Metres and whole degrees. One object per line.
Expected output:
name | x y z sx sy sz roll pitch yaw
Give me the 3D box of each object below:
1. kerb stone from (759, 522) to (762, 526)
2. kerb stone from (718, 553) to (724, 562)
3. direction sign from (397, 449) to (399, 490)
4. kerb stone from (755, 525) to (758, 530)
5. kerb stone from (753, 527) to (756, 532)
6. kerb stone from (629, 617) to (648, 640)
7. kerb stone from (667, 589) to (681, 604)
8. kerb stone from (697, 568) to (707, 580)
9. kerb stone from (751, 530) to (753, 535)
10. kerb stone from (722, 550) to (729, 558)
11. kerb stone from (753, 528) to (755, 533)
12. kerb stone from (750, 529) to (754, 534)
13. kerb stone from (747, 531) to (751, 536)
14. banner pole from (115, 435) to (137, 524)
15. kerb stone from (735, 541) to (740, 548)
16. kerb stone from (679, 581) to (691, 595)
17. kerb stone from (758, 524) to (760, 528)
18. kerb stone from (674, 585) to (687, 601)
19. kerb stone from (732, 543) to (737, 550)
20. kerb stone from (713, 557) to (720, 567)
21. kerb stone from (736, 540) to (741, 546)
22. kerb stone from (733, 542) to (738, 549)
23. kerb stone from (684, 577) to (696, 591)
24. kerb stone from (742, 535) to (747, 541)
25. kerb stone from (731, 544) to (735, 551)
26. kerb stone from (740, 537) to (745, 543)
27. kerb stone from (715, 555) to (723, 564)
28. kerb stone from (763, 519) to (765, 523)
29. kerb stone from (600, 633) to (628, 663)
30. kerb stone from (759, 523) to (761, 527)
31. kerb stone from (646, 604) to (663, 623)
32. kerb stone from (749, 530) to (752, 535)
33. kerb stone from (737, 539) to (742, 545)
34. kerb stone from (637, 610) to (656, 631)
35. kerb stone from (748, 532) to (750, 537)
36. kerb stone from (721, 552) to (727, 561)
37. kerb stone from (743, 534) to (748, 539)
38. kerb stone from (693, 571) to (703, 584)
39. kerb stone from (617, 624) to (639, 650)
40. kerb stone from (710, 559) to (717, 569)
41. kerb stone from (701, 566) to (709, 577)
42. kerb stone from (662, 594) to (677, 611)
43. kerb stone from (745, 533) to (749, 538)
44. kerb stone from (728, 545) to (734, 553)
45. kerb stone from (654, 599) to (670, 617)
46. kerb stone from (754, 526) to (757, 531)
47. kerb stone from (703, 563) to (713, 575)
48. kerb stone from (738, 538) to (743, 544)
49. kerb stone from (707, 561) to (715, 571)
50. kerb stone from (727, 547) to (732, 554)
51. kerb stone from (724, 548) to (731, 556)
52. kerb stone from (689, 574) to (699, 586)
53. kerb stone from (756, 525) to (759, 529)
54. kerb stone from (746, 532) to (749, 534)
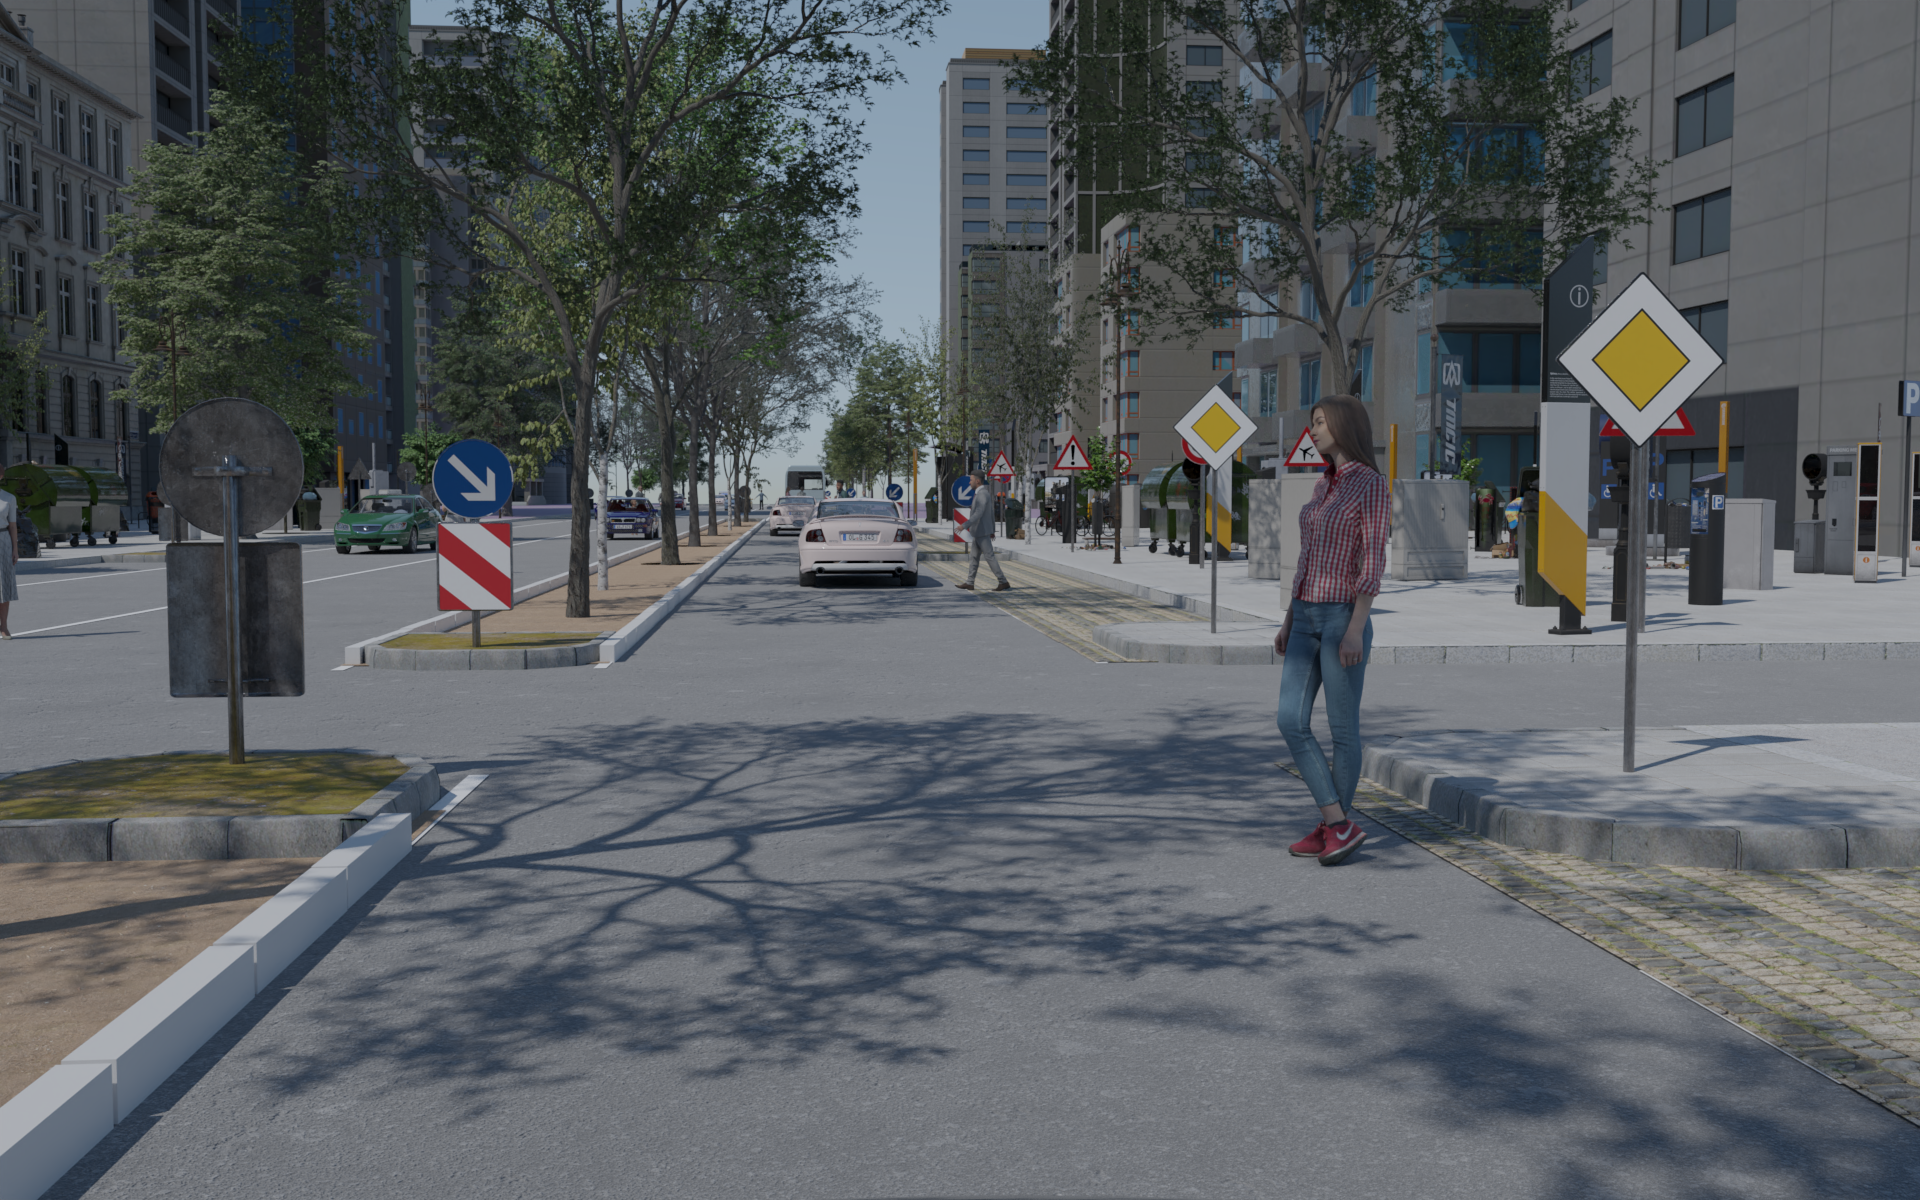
kerb stone | -8.451 -3.066 72.331 0.120 0.150 1.000 0 4 -5
kerb stone | -4.978 -0.821 35.615 0.120 0.150 1.000 0 4 -5
direction sign | -28.376 -5.838 87.447 0.379 3.537 0.876 -1 4 -16
kerb stone | -7.770 -2.627 65.180 0.120 0.150 1.000 0 4 -5
kerb stone | -7.484 -2.442 62.123 0.120 0.150 1.000 0 4 -5
kerb stone | -3.234 0.304 17.249 0.120 0.150 1.000 0 4 -5
kerb stone | -3.724 -0.009 22.350 0.120 0.150 1.000 0 4 -5
kerb stone | -4.292 -0.383 28.461 0.120 0.150 1.000 0 4 -5
kerb stone | -7.093 -2.192 58.039 0.120 0.150 1.000 0 4 -5
kerb stone | -5.167 -0.935 37.651 0.120 0.150 1.000 0 4 -5
kerb stone | -7.386 -2.380 61.105 0.120 0.150 1.000 0 4 -5
kerb stone | -7.201 -2.253 59.059 0.120 0.150 1.000 0 4 -5
kerb stone | -6.907 -2.067 55.993 0.120 0.150 1.000 0 4 -5
banner pole | -35.438 -5.107 73.516 0.401 3.779 0.863 2 4 35
kerb stone | -5.835 -1.382 44.789 0.120 0.150 1.000 0 4 -5
kerb stone | -3.909 -0.134 24.385 0.120 0.150 1.000 0 4 -5
kerb stone | -8.058 -2.815 68.237 0.120 0.150 1.000 0 4 -5
kerb stone | -3.813 -0.072 23.368 0.120 0.150 1.000 0 4 -5
kerb stone | -5.651 -1.257 42.753 0.120 0.150 1.000 0 4 -5
kerb stone | -4.781 -0.688 33.569 0.120 0.150 1.000 0 4 -5
kerb stone | -5.936 -1.443 45.806 0.120 0.150 1.000 0 4 -5
kerb stone | -5.750 -1.320 43.770 0.120 0.150 1.000 0 4 -5
kerb stone | -4.004 -0.196 25.403 0.120 0.150 1.000 0 4 -5
kerb stone | -6.422 -1.756 50.904 0.120 0.150 1.000 0 4 -5
kerb stone | -5.553 -1.195 41.730 0.120 0.150 1.000 0 4 -5
kerb stone | -6.222 -1.628 48.866 0.120 0.150 1.000 0 4 -5
kerb stone | -4.871 -0.758 34.588 0.120 0.150 1.000 0 4 -5
kerb stone | -9.131 -3.499 79.458 0.120 0.150 1.000 0 4 -5
kerb stone | -3.044 0.428 15.202 0.120 0.150 1.000 0 4 -5
kerb stone | -8.259 -2.940 70.276 0.120 0.150 1.000 0 4 -5
kerb stone | -3.433 0.177 19.294 0.120 0.150 1.000 0 4 -5
kerb stone | -6.998 -2.128 57.019 0.120 0.150 1.000 0 4 -5
kerb stone | -6.030 -1.506 46.823 0.120 0.150 1.000 0 4 -5
kerb stone | -3.331 0.240 18.270 0.120 0.150 1.000 0 4 -5
kerb stone | -6.811 -2.005 54.974 0.120 0.150 1.000 0 4 -5
kerb stone | -5.066 -0.879 36.634 0.120 0.150 1.000 0 4 -5
kerb stone | -6.515 -1.818 51.921 0.120 0.150 1.000 0 4 -5
kerb stone | -4.202 -0.321 27.443 0.120 0.150 1.000 0 4 -5
kerb stone | -3.139 0.365 16.228 0.120 0.150 1.000 0 4 -5
kerb stone | -4.689 -0.633 32.541 0.120 0.150 1.000 0 4 -5
kerb stone | -4.395 -0.444 29.478 0.120 0.150 1.000 0 4 -5
kerb stone | -3.616 0.057 21.334 0.120 0.150 1.000 0 4 -5
kerb stone | -6.612 -1.876 52.940 0.120 0.150 1.000 0 4 -5
kerb stone | -5.453 -1.133 40.713 0.120 0.150 1.000 0 4 -5
kerb stone | -3.527 0.119 20.312 0.120 0.150 1.000 0 4 -5
kerb stone | -7.583 -2.504 63.145 0.120 0.150 1.000 0 4 -5
kerb stone | -4.485 -0.505 30.496 0.120 0.150 1.000 0 4 -5
kerb stone | -6.128 -1.564 47.845 0.120 0.150 1.000 0 4 -5
kerb stone | -4.586 -0.571 31.524 0.120 0.150 1.000 0 4 -5
kerb stone | -5.357 -1.067 39.686 0.120 0.150 1.000 0 4 -5
kerb stone | -5.256 -1.005 38.669 0.120 0.150 1.000 0 4 -5
kerb stone | -4.106 -0.259 26.425 0.120 0.150 1.000 0 4 -5
kerb stone | -7.868 -2.691 66.201 0.120 0.150 1.000 0 4 -5
kerb stone | -6.713 -1.943 53.957 0.120 0.150 1.000 0 4 -5
